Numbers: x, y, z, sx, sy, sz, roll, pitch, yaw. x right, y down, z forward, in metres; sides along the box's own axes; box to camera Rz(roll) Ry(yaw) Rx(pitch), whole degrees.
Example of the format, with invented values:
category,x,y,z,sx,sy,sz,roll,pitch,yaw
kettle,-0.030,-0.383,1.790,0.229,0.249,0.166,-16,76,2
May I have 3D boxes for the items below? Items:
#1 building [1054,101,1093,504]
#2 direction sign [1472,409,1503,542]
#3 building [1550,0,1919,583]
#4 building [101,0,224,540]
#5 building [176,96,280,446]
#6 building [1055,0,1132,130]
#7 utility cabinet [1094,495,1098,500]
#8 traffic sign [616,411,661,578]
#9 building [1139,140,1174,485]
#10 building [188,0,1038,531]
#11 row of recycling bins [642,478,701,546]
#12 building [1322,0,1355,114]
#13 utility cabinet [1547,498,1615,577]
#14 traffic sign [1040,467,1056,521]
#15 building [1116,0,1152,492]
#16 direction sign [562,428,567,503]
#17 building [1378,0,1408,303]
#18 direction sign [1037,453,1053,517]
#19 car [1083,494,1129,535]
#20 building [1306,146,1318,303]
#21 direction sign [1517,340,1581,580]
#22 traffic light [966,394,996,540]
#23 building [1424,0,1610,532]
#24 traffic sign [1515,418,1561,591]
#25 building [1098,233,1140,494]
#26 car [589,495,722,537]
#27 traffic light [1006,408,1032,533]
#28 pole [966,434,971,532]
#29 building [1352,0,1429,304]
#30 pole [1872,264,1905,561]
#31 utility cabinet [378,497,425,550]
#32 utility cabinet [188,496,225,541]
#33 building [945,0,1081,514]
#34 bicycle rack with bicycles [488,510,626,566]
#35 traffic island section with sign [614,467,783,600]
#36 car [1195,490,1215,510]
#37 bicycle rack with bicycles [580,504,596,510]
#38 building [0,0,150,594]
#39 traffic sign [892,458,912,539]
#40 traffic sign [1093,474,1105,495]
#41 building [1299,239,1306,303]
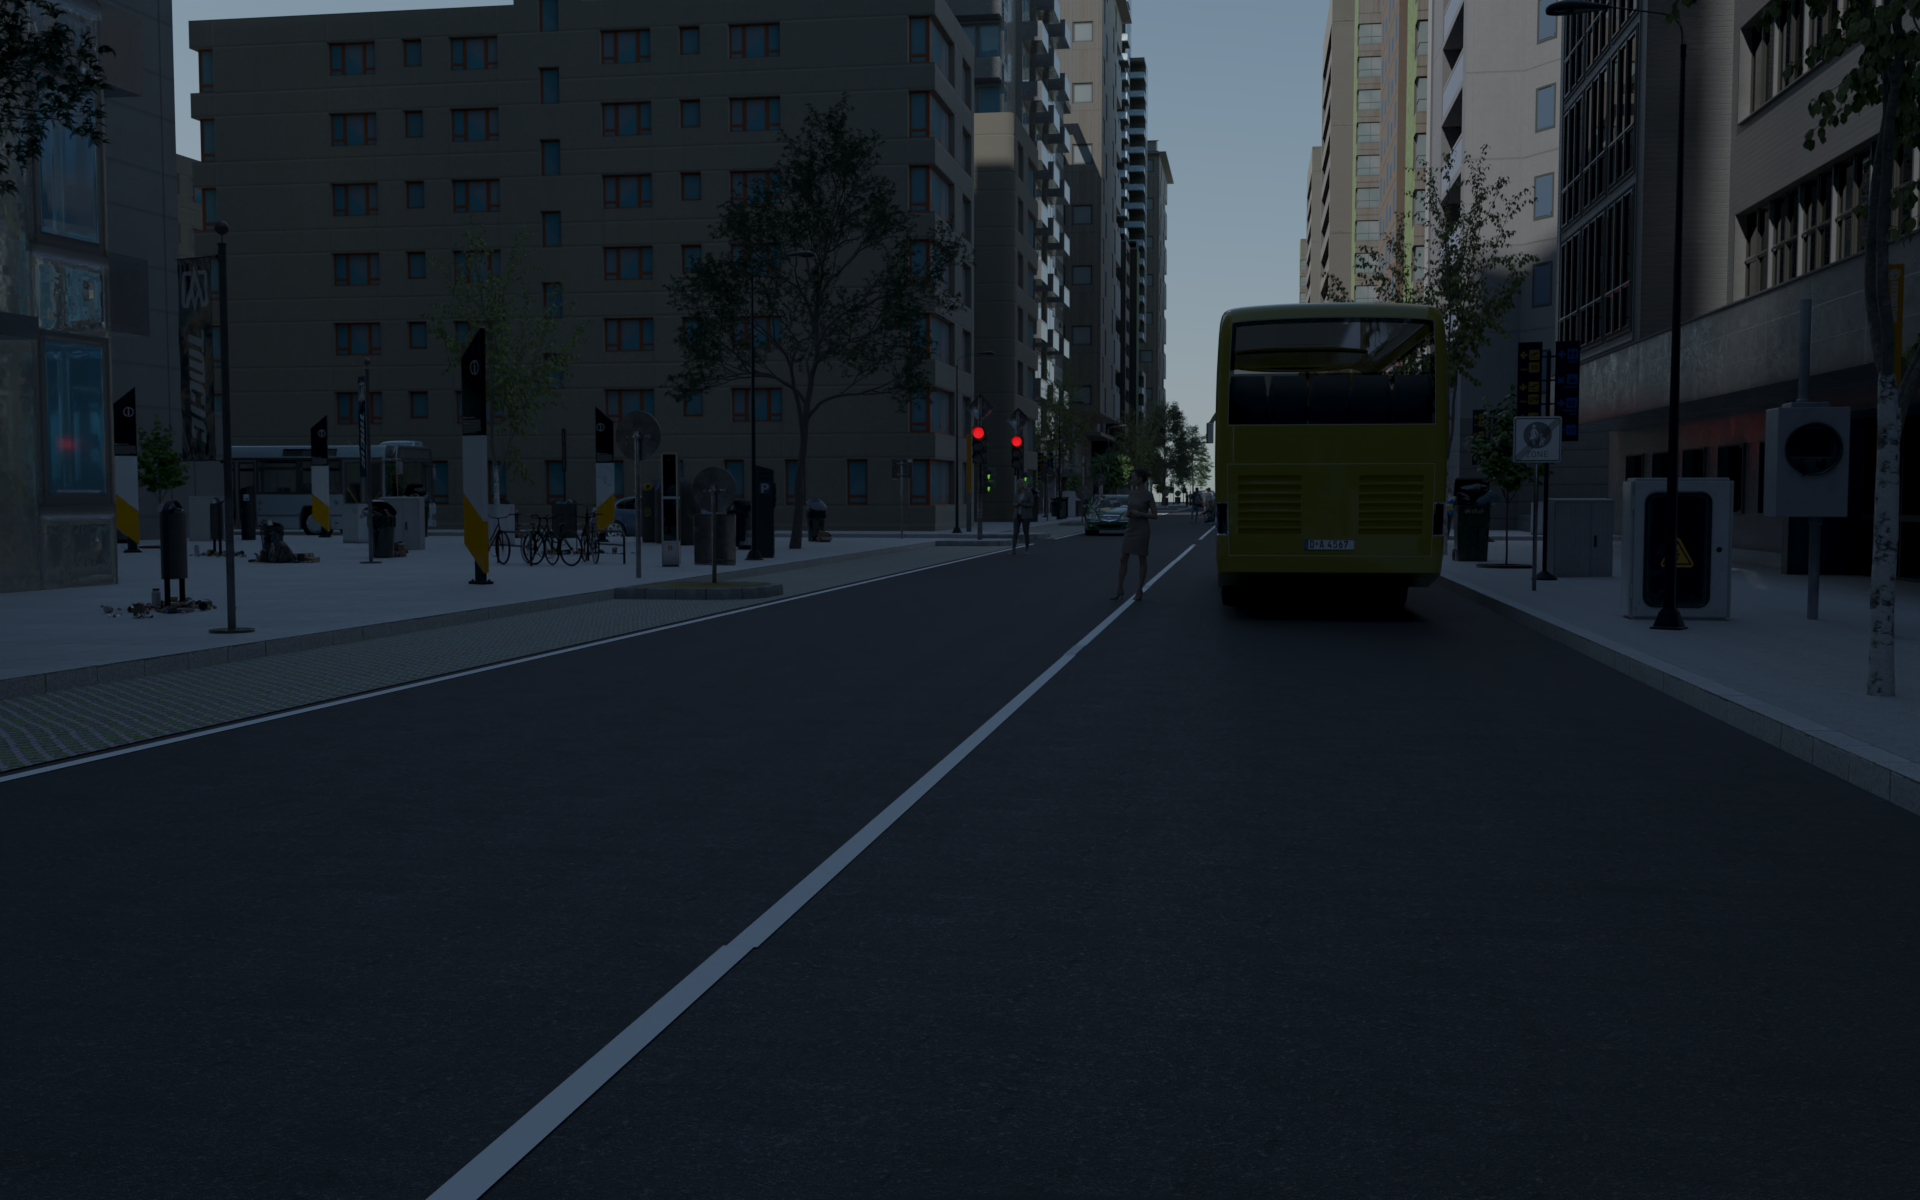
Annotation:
category,x,y,z,sx,sy,sz,roll,pitch,yaw
building,-4.224,-27.742,145.460,32.217,40.220,23.993,1,4,10
direction sign,14.143,-3.324,46.339,0.876,3.537,0.379,2,4,25
building,18.917,-12.684,26.454,14.314,24.678,30.058,1,4,10
building,-33.831,-36.909,41.715,20.611,71.187,20.563,1,4,10
building,-54.830,-14.697,85.338,28.899,21.520,27.650,1,4,10
building,1.645,-35.572,170.839,28.713,52.752,27.495,1,4,10
utility cabinet,8.663,-5.969,108.749,0.306,1.237,1.020,1,4,17
traffic sign,-4.921,-1.611,26.445,0.768,2.556,0.104,1,4,19
building,17.358,-41.213,263.064,28.713,52.752,27.495,1,4,10
building,-12.096,-14.097,75.525,27.650,21.520,28.899,1,4,10
row of recycling bins,-7.436,-2.302,44.757,1.069,1.692,3.534,-1,4,-23
building,44.297,-32.729,158.819,21.300,48.544,21.600,1,4,10
utility cabinet,9.602,-0.959,26.847,1.020,1.237,0.306,-1,4,-12
traffic sign,4.162,-5.034,82.415,0.768,2.556,0.104,1,4,17
building,15.107,-56.227,231.982,22.319,86.520,31.000,1,4,10
direction sign,-13.710,-4.162,60.048,0.379,3.537,0.876,0,4,-5
building,33.133,-27.847,105.417,14.600,45.320,14.200,1,4,10
direction sign,4.685,-6.303,95.053,0.876,3.537,0.379,0,4,-5
car,5.479,-3.037,61.451,2.131,1.459,4.920,1,4,9
building,56.633,-36.962,228.034,21.300,48.544,21.600,1,4,10
direction sign,8.733,-2.066,25.780,0.876,3.537,0.379,1,4,22
traffic light,0.575,-3.642,48.475,0.839,4.253,0.868,1,4,10
building,32.238,-31.793,61.812,28.212,58.520,21.231,1,4,10
traffic sign,7.617,-1.271,22.916,0.606,2.300,0.079,1,4,10
building,12.276,-25.645,191.003,14.160,30.474,14.107,1,4,10
car,-9.131,-2.529,53.344,4.499,1.417,2.014,1,4,11
traffic light,1.900,-4.124,56.350,0.839,4.253,0.868,1,4,10
pole,0.300,-3.965,58.669,0.158,3.312,0.155,0,3,0
building,39.017,-27.991,141.246,14.154,41.232,14.086,1,4,10
pole,8.289,-1.323,15.480,0.158,3.312,0.155,0,3,0
utility cabinet,-12.844,-1.754,39.840,1.020,1.237,0.306,1,4,12
utility cabinet,-20.389,-2.197,47.079,1.020,1.237,0.306,0,4,-4
building,-4.822,-30.091,111.599,23.786,49.044,30.456,1,4,10
bicycle rack with bicycles,-7.393,-1.123,31.746,2.852,0.926,2.925,-2,4,-32
traffic island section with sign,-3.566,-0.956,24.258,1.989,1.847,2.006,1,4,10
car,22.261,-9.055,156.715,2.281,1.827,5.304,0,4,8
bicycle rack with bicycles,-11.993,-2.851,59.999,2.852,0.926,2.925,0,4,-4
building,-23.522,-24.000,12.013,23.786,49.044,30.456,1,4,10
traffic sign,-1.668,-2.913,49.754,0.606,2.300,0.079,1,4,14
traffic sign,8.796,-6.690,109.488,0.768,2.556,0.104,1,4,18
building,61.184,-36.295,277.013,14.154,41.232,14.086,1,4,10
